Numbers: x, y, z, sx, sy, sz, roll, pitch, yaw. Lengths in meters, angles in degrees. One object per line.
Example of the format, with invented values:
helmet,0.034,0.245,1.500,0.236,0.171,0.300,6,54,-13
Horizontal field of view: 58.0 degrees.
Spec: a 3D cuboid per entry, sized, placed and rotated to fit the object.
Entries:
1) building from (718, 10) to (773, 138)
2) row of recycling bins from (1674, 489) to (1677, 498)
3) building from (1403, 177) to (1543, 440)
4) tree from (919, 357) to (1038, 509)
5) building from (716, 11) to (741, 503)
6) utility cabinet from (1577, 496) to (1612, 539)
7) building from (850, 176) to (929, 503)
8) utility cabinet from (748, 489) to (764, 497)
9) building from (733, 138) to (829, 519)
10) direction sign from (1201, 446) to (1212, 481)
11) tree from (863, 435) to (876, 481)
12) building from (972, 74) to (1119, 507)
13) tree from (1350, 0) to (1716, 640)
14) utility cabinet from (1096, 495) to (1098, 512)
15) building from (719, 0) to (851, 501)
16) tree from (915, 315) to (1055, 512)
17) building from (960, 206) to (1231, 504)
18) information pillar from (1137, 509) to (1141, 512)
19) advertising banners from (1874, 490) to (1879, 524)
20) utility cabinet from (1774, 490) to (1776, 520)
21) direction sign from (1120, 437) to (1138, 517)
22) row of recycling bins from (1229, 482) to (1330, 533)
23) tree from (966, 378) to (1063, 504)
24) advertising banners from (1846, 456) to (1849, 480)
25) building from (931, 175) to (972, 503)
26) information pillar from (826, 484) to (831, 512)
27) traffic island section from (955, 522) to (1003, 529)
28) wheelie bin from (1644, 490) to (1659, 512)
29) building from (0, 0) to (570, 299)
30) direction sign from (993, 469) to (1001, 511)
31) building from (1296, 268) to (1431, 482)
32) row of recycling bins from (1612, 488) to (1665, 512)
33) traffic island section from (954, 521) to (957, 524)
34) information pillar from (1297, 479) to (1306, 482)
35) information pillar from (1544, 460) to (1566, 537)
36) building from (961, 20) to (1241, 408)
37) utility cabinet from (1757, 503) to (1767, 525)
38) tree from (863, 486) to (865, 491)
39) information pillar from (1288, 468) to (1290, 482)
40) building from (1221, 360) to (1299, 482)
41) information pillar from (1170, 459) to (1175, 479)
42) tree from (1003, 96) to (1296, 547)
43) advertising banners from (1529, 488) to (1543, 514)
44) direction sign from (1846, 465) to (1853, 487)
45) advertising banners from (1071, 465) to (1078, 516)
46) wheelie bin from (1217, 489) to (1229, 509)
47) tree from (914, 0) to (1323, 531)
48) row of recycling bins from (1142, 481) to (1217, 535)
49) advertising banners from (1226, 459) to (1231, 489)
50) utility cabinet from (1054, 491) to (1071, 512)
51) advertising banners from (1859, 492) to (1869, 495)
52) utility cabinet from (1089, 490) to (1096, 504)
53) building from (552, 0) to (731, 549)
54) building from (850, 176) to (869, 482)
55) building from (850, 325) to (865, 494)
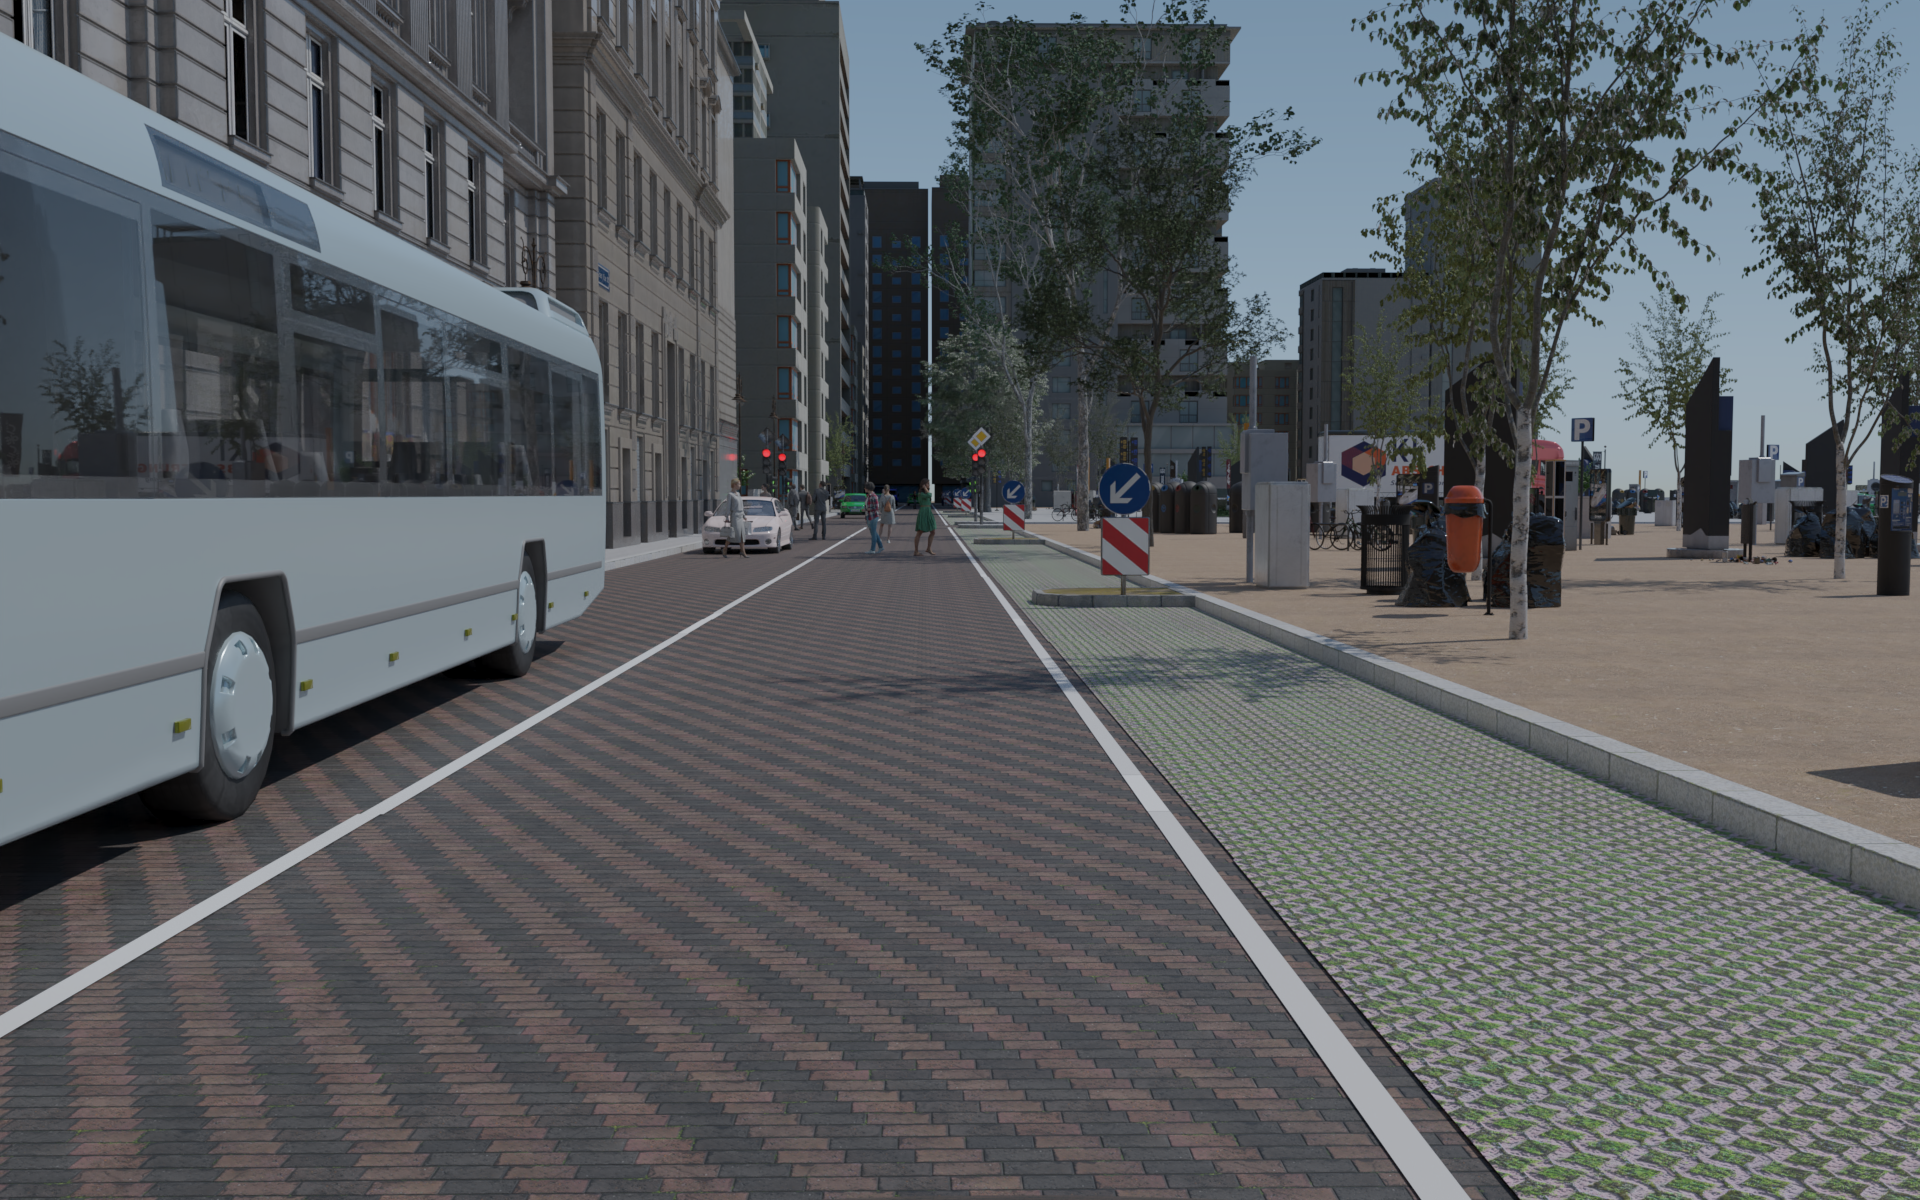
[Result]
building,-27.891,-27.124,135.357,32.217,40.220,23.993,0,4,-1
row of recycling bins,64.624,-8.918,152.927,3.534,1.692,1.069,1,4,13
building,66.441,-33.175,225.998,14.086,41.232,14.154,0,4,-1
tree,1.603,-14.691,150.563,12.009,13.543,11.850,0,3,0
building,-18.005,-13.293,66.484,18.267,20.994,9.793,0,4,-1
utility cabinet,18.312,-2.384,50.139,0.306,1.237,1.020,-3,5,-43
building,-11.608,-36.482,246.597,14.200,45.320,14.600,0,4,-1
utility cabinet,-9.477,-4.388,80.424,0.318,1.500,1.173,1,4,19
building,-22.142,-15.504,98.537,27.650,21.520,28.899,0,4,-1
direction sign,11.725,-5.531,82.432,0.379,3.537,0.876,-1,4,-22
tree,-12.513,-16.215,215.479,4.360,8.622,3.978,0,3,0
building,8.156,-29.896,172.400,14.154,41.232,14.086,0,4,-1
tree,5.167,-3.963,15.162,4.360,8.622,3.978,0,3,0
utility cabinet,9.544,-6.720,121.033,1.020,1.237,0.306,-2,4,-35
building,-21.601,-33.127,165.332,21.300,48.544,21.600,0,4,-1
tree,1.816,-13.201,122.498,9.857,13.997,8.962,0,3,0
building,16.248,-32.243,219.055,32.217,40.220,23.993,0,4,-1
information pillar,12.763,-7.288,123.658,0.304,2.012,0.304,1,4,17
advertising banners,32.538,-3.964,61.003,0.090,3.025,2.074,1,4,13
utility cabinet,40.515,-4.731,86.038,1.173,1.500,0.318,2,4,30
direction sign,6.706,-4.703,68.894,0.876,3.537,0.379,-2,4,-31
row of recycling bins,10.648,-3.079,57.448,3.534,1.692,1.069,-1,4,-16
tree,3.447,-9.777,110.213,4.360,8.622,3.978,0,3,0
advertising banners,41.031,-5.224,81.606,0.090,3.025,2.074,-1,4,-16
building,3.074,-36.428,245.712,14.200,45.320,14.600,0,4,-1
information pillar,-9.432,-7.311,124.023,0.304,2.012,0.304,-1,4,-17
traffic island section,0.919,-3.080,72.637,2.009,0.180,2.903,0,4,-1
wheelie bin,48.386,-6.926,121.148,0.980,1.594,0.693,1,4,20
building,-14.180,-11.186,24.689,13.314,21.916,24.055,0,4,-1
direction sign,2.810,-8.545,131.711,0.876,3.537,0.379,-3,5,-42
building,52.306,-27.769,225.725,14.107,30.474,14.160,0,4,-1
row of recycling bins,48.354,-7.121,123.547,3.534,1.692,1.069,1,4,11
traffic island section,0.753,-3.568,80.620,2.009,0.180,2.903,0,4,-1
information pillar,16.759,-4.925,85.021,0.304,2.012,0.304,-2,4,-34
information pillar,12.722,-1.991,37.047,0.304,2.012,0.304,-1,4,-19
building,14.700,-36.924,192.939,28.713,52.752,27.495,0,4,-1
utility cabinet,33.459,-3.776,72.905,0.306,1.237,1.020,-2,4,-23
tree,-12.381,-13.094,208.682,1.663,3.219,1.824,0,3,0
information pillar,26.994,-9.244,142.501,0.183,3.616,0.504,-1,4,-22
building,52.123,-25.037,254.400,28.899,21.520,27.650,0,4,-1
information pillar,14.227,-7.592,115.481,0.504,3.616,0.183,1,4,13
tree,4.307,-6.564,41.732,7.601,10.594,8.767,-3,4,-36
advertising banners,36.909,-7.142,112.962,2.074,3.025,0.090,0,4,-7
direction sign,74.601,-9.399,145.670,0.876,3.537,0.379,-1,4,-23
advertising banners,6.762,-6.408,100.966,0.090,3.025,2.074,1,4,12
wheelie bin,14.755,-5.521,98.180,0.980,1.594,0.693,0,4,0
tree,5.170,-12.387,58.416,12.611,20.169,13.585,0,3,0
row of recycling bins,7.133,-3.011,56.347,1.069,1.692,3.534,-2,4,-29
advertising banners,13.576,-5.462,85.498,0.090,3.025,2.074,-1,4,-16
utility cabinet,7.109,-6.841,120.525,1.173,1.500,0.318,0,4,5
advertising banners,49.778,-5.971,93.812,2.074,3.025,0.090,1,4,18
utility cabinet,7.831,-6.010,106.947,1.173,1.500,0.318,3,4,39
building,-13.935,-15.401,49.067,12.463,27.353,25.104,0,4,-1
building,-18.868,-33.052,224.000,14.086,41.232,14.154,0,4,-1
building,-24.897,-21.178,191.297,27.650,21.520,28.899,0,4,-1
